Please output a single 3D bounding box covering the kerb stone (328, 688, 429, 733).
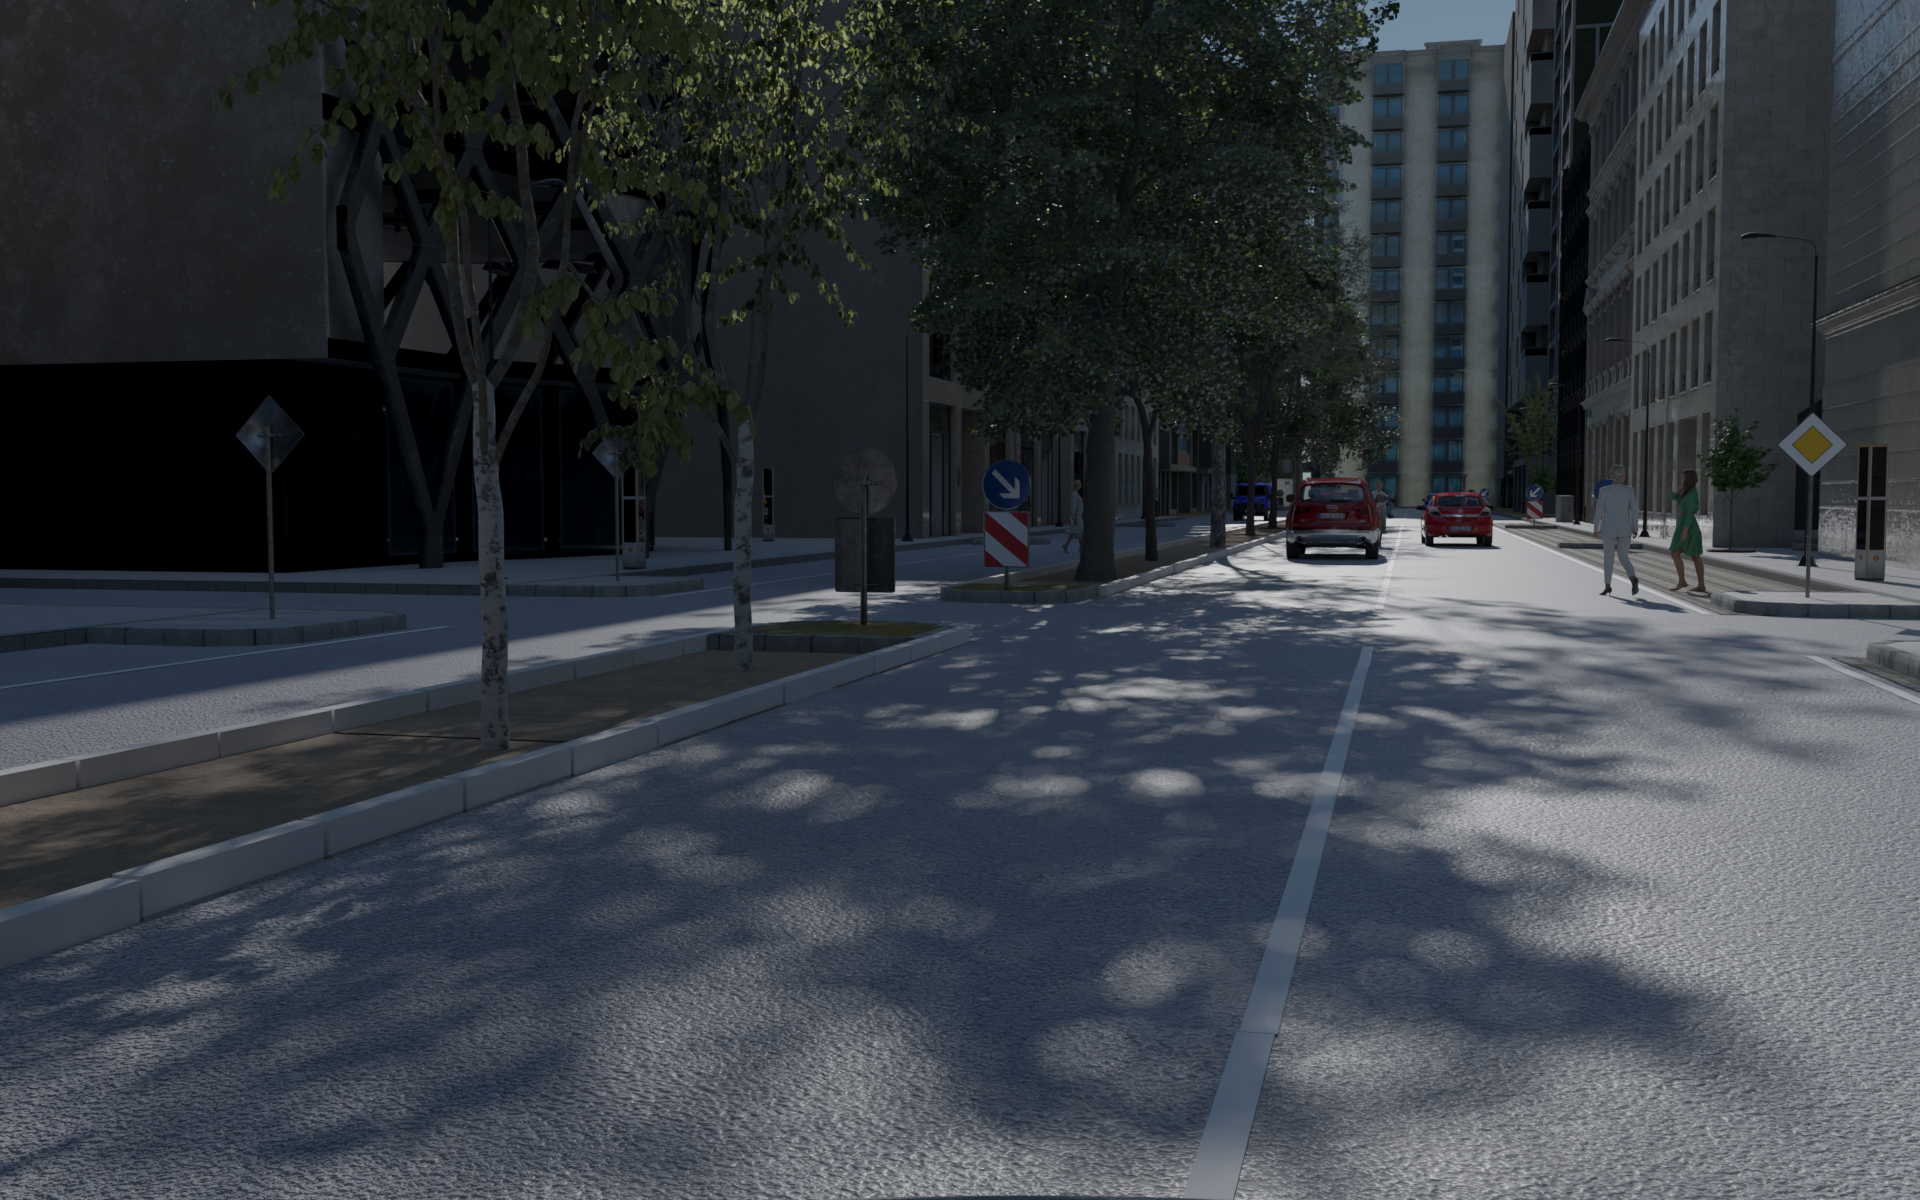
[{"bbox_3d":[-3.673,0.699,10.855,0.120,0.150,1.000,1,4,15],"label":"kerb stone"}]

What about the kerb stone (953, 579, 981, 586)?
[{"bbox_3d":[0.083,-0.180,25.233,0.120,0.150,1.000,1,4,15],"label":"kerb stone"}]

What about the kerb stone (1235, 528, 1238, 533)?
[{"bbox_3d":[9.910,-2.490,62.962,0.120,0.150,1.000,1,4,15],"label":"kerb stone"}]

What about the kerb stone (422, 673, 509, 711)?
[{"bbox_3d":[-3.409,0.633,11.843,0.120,0.150,1.000,1,4,15],"label":"kerb stone"}]

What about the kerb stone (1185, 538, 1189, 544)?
[{"bbox_3d":[6.291,-1.642,49.048,0.120,0.150,1.000,1,4,15],"label":"kerb stone"}]

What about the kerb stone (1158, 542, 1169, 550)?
[{"bbox_3d":[5.253,-1.400,45.083,0.120,0.150,1.000,1,4,15],"label":"kerb stone"}]

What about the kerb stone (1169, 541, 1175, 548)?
[{"bbox_3d":[5.528,-1.460,46.072,0.120,0.150,1.000,1,4,15],"label":"kerb stone"}]

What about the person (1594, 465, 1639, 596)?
[{"bbox_3d":[9.200,-0.967,24.194,0.514,1.842,0.818,0,4,-7],"label":"person"}]

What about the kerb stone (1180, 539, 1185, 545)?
[{"bbox_3d":[6.038,-1.579,48.058,0.120,0.150,1.000,1,4,15],"label":"kerb stone"}]

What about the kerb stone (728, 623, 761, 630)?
[{"bbox_3d":[-2.116,0.333,16.793,0.120,0.150,1.000,1,4,15],"label":"kerb stone"}]

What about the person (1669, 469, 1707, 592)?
[{"bbox_3d":[10.617,-1.007,25.213,0.529,1.795,0.600,1,4,14],"label":"person"}]

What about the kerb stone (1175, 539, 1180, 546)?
[{"bbox_3d":[5.775,-1.521,47.065,0.120,0.150,1.000,1,4,15],"label":"kerb stone"}]

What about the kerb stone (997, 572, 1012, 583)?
[{"bbox_3d":[0.600,-0.307,27.216,0.120,0.150,1.000,1,4,15],"label":"kerb stone"}]

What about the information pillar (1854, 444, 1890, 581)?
[{"bbox_3d":[13.500,-1.294,25.648,0.304,2.012,0.304,0,4,-5],"label":"information pillar"}]

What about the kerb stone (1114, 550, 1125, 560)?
[{"bbox_3d":[3.444,-0.972,38.126,0.120,0.150,1.000,1,4,15],"label":"kerb stone"}]

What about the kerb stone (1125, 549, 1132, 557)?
[{"bbox_3d":[3.700,-1.031,39.116,0.120,0.150,1.000,1,4,15],"label":"kerb stone"}]

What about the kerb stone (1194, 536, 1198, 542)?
[{"bbox_3d":[6.812,-1.764,51.033,0.120,0.150,1.000,1,4,15],"label":"kerb stone"}]

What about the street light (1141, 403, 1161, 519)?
[{"bbox_3d":[9.908,-7.072,88.160,1.470,5.913,1.316,1,4,15],"label":"street light"}]

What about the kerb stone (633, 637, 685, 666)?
[{"bbox_3d":[-2.630,0.452,14.812,0.120,0.150,1.000,1,4,15],"label":"kerb stone"}]

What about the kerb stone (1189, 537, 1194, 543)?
[{"bbox_3d":[6.554,-1.701,50.037,0.120,0.150,1.000,1,4,15],"label":"kerb stone"}]

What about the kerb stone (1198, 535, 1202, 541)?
[{"bbox_3d":[7.062,-1.824,52.024,0.120,0.150,1.000,1,4,15],"label":"kerb stone"}]

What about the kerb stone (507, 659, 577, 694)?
[{"bbox_3d":[-3.148,0.575,12.831,0.120,0.150,1.000,1,4,15],"label":"kerb stone"}]

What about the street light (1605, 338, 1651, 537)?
[{"bbox_3d":[19.883,-4.835,51.588,1.470,5.913,1.316,1,4,15],"label":"street light"}]

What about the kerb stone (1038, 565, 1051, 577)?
[{"bbox_3d":[1.379,-0.489,30.192,0.120,0.150,1.000,1,4,15],"label":"kerb stone"}]

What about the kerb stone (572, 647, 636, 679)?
[{"bbox_3d":[-2.883,0.512,13.821,0.120,0.150,1.000,1,4,15],"label":"kerb stone"}]

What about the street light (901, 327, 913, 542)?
[{"bbox_3d":[-0.903,-4.526,46.547,1.470,5.913,1.316,1,4,15],"label":"street light"}]

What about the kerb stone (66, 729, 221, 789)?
[{"bbox_3d":[-4.179,0.816,8.861,0.120,0.150,1.000,1,4,15],"label":"kerb stone"}]

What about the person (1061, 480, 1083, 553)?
[{"bbox_3d":[2.796,-2.032,42.070,0.624,1.780,0.694,1,4,18],"label":"person"}]

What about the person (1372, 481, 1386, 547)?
[{"bbox_3d":[11.385,-2.353,47.193,0.478,1.798,0.641,1,4,16],"label":"person"}]

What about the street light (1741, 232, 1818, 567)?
[{"bbox_3d":[14.555,-3.562,30.782,1.470,5.913,1.316,1,4,15],"label":"street light"}]

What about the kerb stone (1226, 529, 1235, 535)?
[{"bbox_3d":[9.655,-2.430,61.971,0.120,0.150,1.000,1,4,15],"label":"kerb stone"}]

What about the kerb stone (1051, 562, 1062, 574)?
[{"bbox_3d":[1.640,-0.547,31.180,0.120,0.150,1.000,1,4,15],"label":"kerb stone"}]

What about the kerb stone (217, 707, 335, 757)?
[{"bbox_3d":[-3.926,0.759,9.851,0.120,0.150,1.000,1,4,15],"label":"kerb stone"}]

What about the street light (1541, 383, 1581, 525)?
[{"bbox_3d":[25.330,-6.118,72.563,1.470,5.913,1.316,1,4,15],"label":"street light"}]

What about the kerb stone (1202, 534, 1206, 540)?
[{"bbox_3d":[7.326,-1.885,53.019,0.120,0.150,1.000,1,4,15],"label":"kerb stone"}]

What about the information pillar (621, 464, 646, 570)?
[{"bbox_3d":[-5.551,-1.527,29.455,0.304,2.012,0.304,1,4,16],"label":"information pillar"}]

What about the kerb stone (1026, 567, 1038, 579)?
[{"bbox_3d":[1.116,-0.427,29.194,0.120,0.150,1.000,1,4,15],"label":"kerb stone"}]

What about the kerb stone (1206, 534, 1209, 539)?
[{"bbox_3d":[7.581,-1.946,54.020,0.120,0.150,1.000,1,4,15],"label":"kerb stone"}]

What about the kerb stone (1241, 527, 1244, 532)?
[{"bbox_3d":[10.434,-2.614,64.944,0.120,0.150,1.000,1,4,15],"label":"kerb stone"}]

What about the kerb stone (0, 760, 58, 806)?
[{"bbox_3d":[-4.439,0.876,7.870,0.120,0.150,1.000,1,4,15],"label":"kerb stone"}]

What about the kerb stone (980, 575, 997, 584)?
[{"bbox_3d":[0.341,-0.245,26.223,0.120,0.150,1.000,1,4,15],"label":"kerb stone"}]

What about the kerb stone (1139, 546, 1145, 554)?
[{"bbox_3d":[4.228,-1.156,41.097,0.120,0.150,1.000,1,4,15],"label":"kerb stone"}]

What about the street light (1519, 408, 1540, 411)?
[{"bbox_3d":[30.825,-7.387,93.325,1.470,5.913,1.316,1,4,15],"label":"street light"}]

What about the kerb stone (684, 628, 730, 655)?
[{"bbox_3d":[-2.371,0.391,15.803,0.120,0.150,1.000,1,4,15],"label":"kerb stone"}]

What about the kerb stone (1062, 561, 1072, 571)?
[{"bbox_3d":[1.889,-0.611,32.177,0.120,0.150,1.000,1,4,15],"label":"kerb stone"}]

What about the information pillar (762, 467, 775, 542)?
[{"bbox_3d":[-5.168,-2.586,46.773,0.304,2.012,0.304,0,3,0],"label":"information pillar"}]

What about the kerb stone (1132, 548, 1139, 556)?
[{"bbox_3d":[3.957,-1.096,40.111,0.120,0.150,1.000,1,4,15],"label":"kerb stone"}]

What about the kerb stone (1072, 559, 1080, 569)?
[{"bbox_3d":[2.146,-0.671,33.167,0.120,0.150,1.000,1,4,15],"label":"kerb stone"}]

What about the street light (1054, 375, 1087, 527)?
[{"bbox_3d":[4.398,-5.799,67.360,1.470,5.913,1.316,1,4,15],"label":"street light"}]

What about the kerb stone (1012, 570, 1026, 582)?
[{"bbox_3d":[0.861,-0.367,28.204,0.120,0.150,1.000,1,4,15],"label":"kerb stone"}]

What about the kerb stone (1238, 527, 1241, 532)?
[{"bbox_3d":[10.175,-2.552,63.955,0.120,0.150,1.000,1,4,15],"label":"kerb stone"}]
